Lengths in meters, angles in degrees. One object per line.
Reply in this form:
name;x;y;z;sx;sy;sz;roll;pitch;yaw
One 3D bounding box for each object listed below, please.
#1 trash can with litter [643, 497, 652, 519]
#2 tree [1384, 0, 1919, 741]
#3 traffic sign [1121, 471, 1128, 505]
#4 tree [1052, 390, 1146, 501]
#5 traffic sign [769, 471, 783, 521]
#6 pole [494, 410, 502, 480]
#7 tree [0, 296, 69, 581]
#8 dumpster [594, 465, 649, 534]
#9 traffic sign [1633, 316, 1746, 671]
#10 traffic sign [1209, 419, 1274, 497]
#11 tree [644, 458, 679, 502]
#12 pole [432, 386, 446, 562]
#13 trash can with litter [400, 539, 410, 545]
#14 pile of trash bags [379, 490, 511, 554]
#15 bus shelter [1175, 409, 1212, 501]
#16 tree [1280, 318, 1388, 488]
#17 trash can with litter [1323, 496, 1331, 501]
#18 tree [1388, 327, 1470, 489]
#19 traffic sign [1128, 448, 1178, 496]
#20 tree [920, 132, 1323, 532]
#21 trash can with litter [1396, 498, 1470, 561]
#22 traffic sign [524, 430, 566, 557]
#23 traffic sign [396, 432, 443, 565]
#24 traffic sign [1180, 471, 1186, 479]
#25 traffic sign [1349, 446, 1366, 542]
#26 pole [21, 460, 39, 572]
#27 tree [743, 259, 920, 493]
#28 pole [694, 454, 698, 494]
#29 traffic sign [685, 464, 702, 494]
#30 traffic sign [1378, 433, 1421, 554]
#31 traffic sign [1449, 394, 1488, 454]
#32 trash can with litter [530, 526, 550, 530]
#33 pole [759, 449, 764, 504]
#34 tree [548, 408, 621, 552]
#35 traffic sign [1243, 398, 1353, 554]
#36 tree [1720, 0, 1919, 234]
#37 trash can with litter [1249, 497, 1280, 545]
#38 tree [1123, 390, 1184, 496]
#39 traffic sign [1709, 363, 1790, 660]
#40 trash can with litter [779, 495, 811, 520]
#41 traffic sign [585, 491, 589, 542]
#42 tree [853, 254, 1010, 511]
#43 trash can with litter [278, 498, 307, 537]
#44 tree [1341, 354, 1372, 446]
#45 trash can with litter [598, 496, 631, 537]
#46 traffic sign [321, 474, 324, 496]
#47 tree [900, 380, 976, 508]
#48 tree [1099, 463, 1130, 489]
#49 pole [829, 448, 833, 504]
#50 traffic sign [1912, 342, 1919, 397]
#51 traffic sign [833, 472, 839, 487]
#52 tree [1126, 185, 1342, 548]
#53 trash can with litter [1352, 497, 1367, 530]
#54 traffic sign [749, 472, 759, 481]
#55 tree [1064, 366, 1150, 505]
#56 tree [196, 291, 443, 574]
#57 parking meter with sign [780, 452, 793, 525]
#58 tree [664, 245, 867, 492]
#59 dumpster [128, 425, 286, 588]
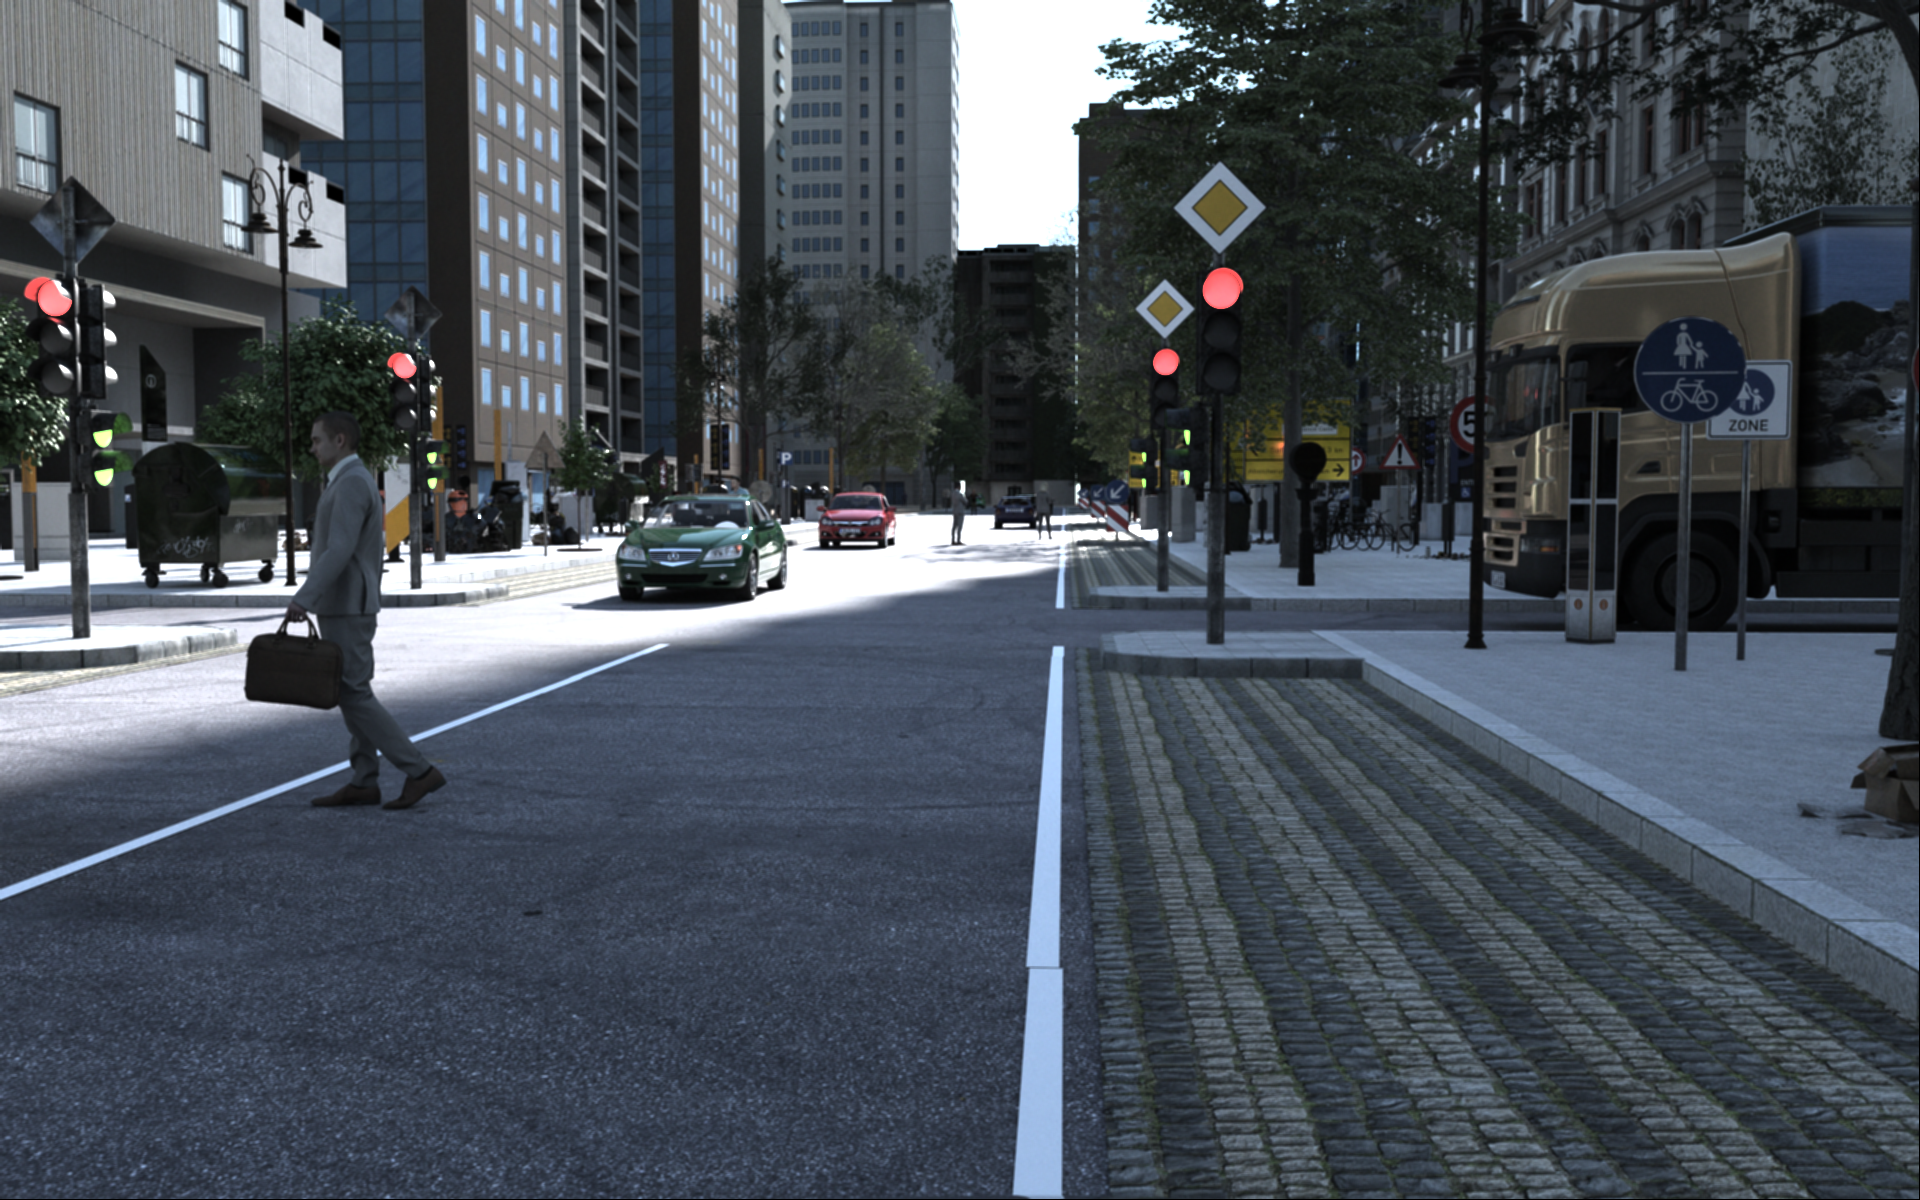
trash can with litter;-16.489;-4.783;89.585;0.624;1.170;1.055;3;5;44
tree;4.929;-4.528;8.451;8.767;10.594;7.601;0;4;8
traffic sign;9.090;-5.775;94.424;0.884;2.594;0.081;0;4;6
tree;13.370;-15.261;166.531;9.611;12.733;9.660;0;3;0
traffic sign;-8.272;-4.630;77.834;0.606;2.300;0.079;0;4;6
pole;-11.167;-2.938;41.881;0.158;3.312;0.155;0;3;0
tree;-14.903;-2.582;25.936;4.285;4.588;4.351;0;3;0
dumpster;-11.200;-3.335;57.026;1.502;2.255;1.985;0;4;3
traffic sign;5.243;-0.760;12.525;0.768;2.556;0.104;1;4;9
traffic sign;7.899;-3.256;47.110;2.265;3.308;0.079;0;4;4
tree;-15.843;-5.939;91.711;1.663;3.219;1.824;0;3;0
pole;-9.867;-2.380;32.761;0.158;3.312;0.155;0;3;0
trash can with litter;-14.528;-1.973;43.309;2.233;1.210;1.678;0;4;1
pile of trash bags;-11.659;-1.755;38.440;3.447;1.369;1.912;2;4;24
bus shelter;9.824;-5.669;70.316;2.179;5.291;8.768;0;4;4
tree;14.759;-7.397;71.297;4.360;8.622;3.978;0;3;0
trash can with litter;17.355;-4.329;82.171;0.624;1.170;1.055;2;4;31
tree;19.945;-7.666;75.695;4.360;8.622;3.978;0;3;0
traffic sign;8.625;-5.103;77.305;2.265;3.308;0.079;1;4;11
tree;7.063;-9.045;58.263;12.009;13.543;11.850;0;3;0
trash can with litter;9.610;-1.418;34.248;1.678;1.210;2.233;0;4;6
traffic sign;-8.490;-2.167;35.427;0.884;2.594;0.081;1;4;8
traffic sign;-9.523;-1.864;30.484;0.884;2.594;0.081;1;4;10
traffic sign;6.669;-2.949;50.342;0.606;2.300;0.079;1;4;8
traffic sign;10.461;-2.828;46.336;0.768;2.556;0.104;0;4;6
pole;-15.397;-2.128;28.635;0.158;3.312;0.155;0;3;0
tree;-6.227;-11.055;91.112;12.009;13.543;11.850;0;3;0
pole;-13.536;-5.814;88.899;0.158;3.312;0.155;0;3;0
traffic sign;-9.002;-3.453;58.579;0.606;2.300;0.079;1;4;13
traffic sign;9.389;-2.265;37.035;0.884;2.594;0.081;0;4;8
traffic sign;6.614;-1.347;22.123;0.768;2.556;0.104;0;4;6
trash can with litter;-14.270;-3.083;61.464;2.233;1.210;1.678;2;4;28
pole;-8.930;-5.132;77.757;0.158;3.312;0.155;0;3;0
tree;-8.516;-2.703;38.790;1.663;3.219;1.824;0;3;0
traffic sign;7.164;-2.625;36.796;2.265;3.308;0.079;1;4;11
tree;12.809;-4.554;24.826;4.360;8.622;3.978;0;3;0
trash can with litter;7.739;-2.076;44.999;1.678;1.210;2.233;1;4;11
tree;10.847;-9.203;100.833;4.360;8.622;3.978;0;3;0
traffic sign;6.037;-0.685;13.324;0.606;2.300;0.079;1;4;9
trash can with litter;-7.944;-4.600;86.259;2.233;1.210;1.678;-1;4;-18
traffic sign;-10.034;-2.840;46.539;0.768;2.556;0.104;1;4;12
tree;-1.647;-17.058;134.780;12.611;20.169;13.585;0;3;0
trash can with litter;-20.144;-2.549;52.739;2.233;1.210;1.678;-1;4;-15
tree;18.829;-8.444;88.414;4.737;8.622;4.395;0;3;0
trash can with litter;-10.300;-2.567;53.026;1.678;1.210;2.233;-2;4;-26
traffic sign;-12.109;-2.013;32.908;0.884;2.594;0.081;1;4;11
tree;-2.414;-14.221;158.262;9.928;11.665;9.643;0;3;0
tree;13.716;-10.167;149.949;4.285;4.588;4.351;0;3;0
pole;-5.669;-5.041;76.258;0.158;3.312;0.155;0;3;0
traffic sign;7.093;-0.742;12.233;0.768;2.556;0.104;1;4;10
traffic sign;-6.959;-6.016;98.467;0.768;2.556;0.104;0;4;5
tree;6.156;-5.560;41.276;4.737;8.622;4.395;0;3;0
trash can with litter;14.252;-3.059;61.403;0.624;1.170;1.055;-1;4;-9
traffic sign;-9.431;-4.747;79.743;0.606;2.300;0.079;0;4;7
tree;11.591;-12.540;130.778;9.928;11.665;9.643;0;3;0
tree;-10.143;-2.715;28.111;4.285;4.588;4.351;0;3;0
parking meter with sign;-7.261;-4.645;72.206;0.543;3.016;1.738;0;4;-8
tree;-7.667;-7.984;64.958;7.601;10.594;8.767;2;4;25
dumpster;-10.529;-1.335;24.323;1.502;2.255;1.985;0;4;3
